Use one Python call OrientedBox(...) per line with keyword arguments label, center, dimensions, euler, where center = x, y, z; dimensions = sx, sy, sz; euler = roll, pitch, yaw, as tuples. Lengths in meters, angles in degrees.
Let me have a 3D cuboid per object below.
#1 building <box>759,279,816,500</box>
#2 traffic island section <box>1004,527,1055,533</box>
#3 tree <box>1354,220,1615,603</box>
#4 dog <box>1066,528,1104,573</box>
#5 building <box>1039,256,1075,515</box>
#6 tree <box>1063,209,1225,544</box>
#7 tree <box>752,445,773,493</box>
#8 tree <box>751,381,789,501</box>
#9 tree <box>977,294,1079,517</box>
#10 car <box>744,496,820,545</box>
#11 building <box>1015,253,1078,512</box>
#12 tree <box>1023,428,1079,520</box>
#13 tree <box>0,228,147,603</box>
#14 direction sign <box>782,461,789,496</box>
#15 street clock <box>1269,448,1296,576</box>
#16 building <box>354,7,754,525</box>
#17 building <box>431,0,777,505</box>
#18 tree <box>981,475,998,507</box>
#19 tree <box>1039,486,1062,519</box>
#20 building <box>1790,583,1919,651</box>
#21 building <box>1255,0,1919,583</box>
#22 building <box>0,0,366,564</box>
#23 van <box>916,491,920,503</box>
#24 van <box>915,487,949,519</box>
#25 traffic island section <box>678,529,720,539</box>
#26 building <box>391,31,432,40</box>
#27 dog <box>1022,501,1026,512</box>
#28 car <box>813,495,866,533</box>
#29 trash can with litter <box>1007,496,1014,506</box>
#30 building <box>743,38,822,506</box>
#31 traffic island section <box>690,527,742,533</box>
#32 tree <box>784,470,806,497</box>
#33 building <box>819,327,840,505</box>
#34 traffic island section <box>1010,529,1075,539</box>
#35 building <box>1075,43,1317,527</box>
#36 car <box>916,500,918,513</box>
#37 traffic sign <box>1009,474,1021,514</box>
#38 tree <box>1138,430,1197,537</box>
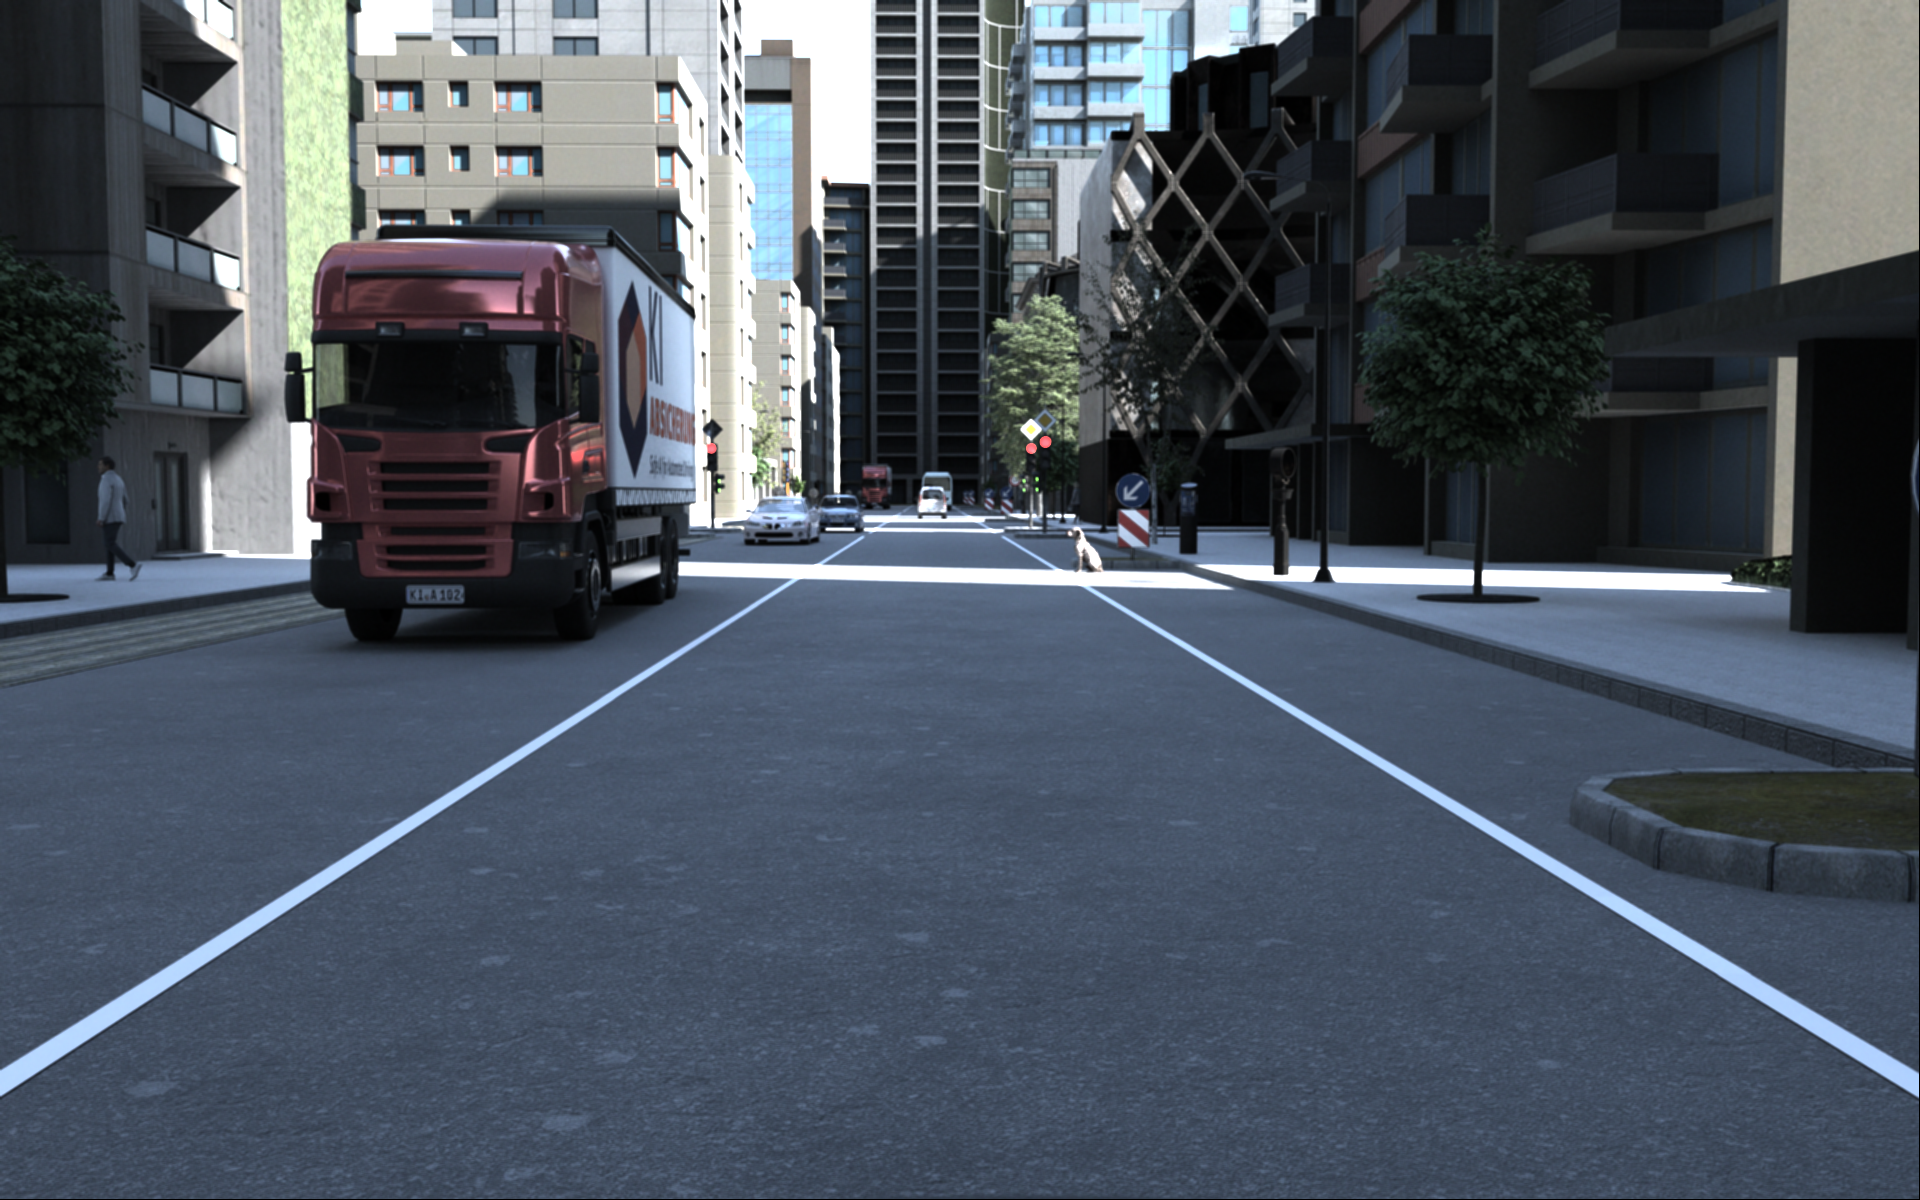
OrientedBox(label="building", center=(-27.610, -18.903, 154.099), dimensions=(27.650, 21.520, 28.899), euler=(0, 4, -1))
OrientedBox(label="traffic island section", center=(2.675, -2.611, 64.967), dimensions=(2.009, 0.180, 2.903), euler=(0, 4, -1))
OrientedBox(label="tree", center=(6.250, -2.271, 20.841), dimensions=(4.285, 4.588, 4.351), euler=(0, 3, 0))
OrientedBox(label="dog", center=(2.391, -0.897, 31.496), dimensions=(0.800, 0.831, 0.513), euler=(3, 5, 42))
OrientedBox(label="building", center=(13.477, -14.961, 112.071), dimensions=(16.820, 18.784, 16.811), euler=(0, 4, -1))
OrientedBox(label="tree", center=(4.891, -5.744, 44.269), dimensions=(4.360, 8.622, 3.978), euler=(0, 3, 0))
OrientedBox(label="tree", center=(-12.512, -7.119, 100.114), dimensions=(4.285, 4.588, 4.351), euler=(0, 3, 0))
OrientedBox(label="tree", center=(-12.555, -9.445, 104.791), dimensions=(4.737, 8.622, 4.395), euler=(0, 3, 0))
OrientedBox(label="tree", center=(4.719, -11.014, 98.199), dimensions=(7.486, 12.596, 7.792), euler=(0, 3, 0))
OrientedBox(label="car", center=(-5.149, -2.332, 50.494), dimensions=(2.083, 1.381, 4.827), euler=(0, 4, 1))
OrientedBox(label="building", center=(9.886, -16.232, 130.018), dimensions=(10.561, 19.102, 19.286), euler=(0, 4, -1))
OrientedBox(label="tree", center=(4.663, -6.247, 85.856), dimensions=(4.285, 4.588, 4.351), euler=(0, 3, 0))
OrientedBox(label="tree", center=(-11.532, -2.274, 20.902), dimensions=(4.285, 4.588, 4.351), euler=(0, 3, 0))
OrientedBox(label="direction sign", center=(-11.833, -7.680, 117.572), dimensions=(0.379, 3.537, 0.876), euler=(1, 4, 21))
OrientedBox(label="street clock", center=(5.065, -1.387, 27.251), dimensions=(0.358, 2.002, 0.471), euler=(3, 4, 39))
OrientedBox(label="building", center=(-25.127, -14.545, 82.853), dimensions=(27.650, 21.520, 28.899), euler=(0, 4, -1))
OrientedBox(label="building", center=(-23.529, -41.699, 120.027), dimensions=(20.563, 71.187, 20.611), euler=(0, 4, -1))
OrientedBox(label="tree", center=(2.923, -10.914, 173.047), dimensions=(1.663, 3.219, 1.824), euler=(0, 3, 0))
OrientedBox(label="tree", center=(4.545, -5.884, 90.812), dimensions=(1.663, 3.219, 1.824), euler=(0, 3, 0))
OrientedBox(label="building", center=(17.618, -21.279, 2.537), dimensions=(22.147, 44.769, 28.867), euler=(0, 4, -1))
OrientedBox(label="building", center=(19.321, -23.532, 39.369), dimensions=(22.147, 44.769, 28.867), euler=(0, 4, -1))
OrientedBox(label="building", center=(-20.974, -21.388, 33.295), dimensions=(14.154, 41.232, 14.086), euler=(0, 4, -1))
OrientedBox(label="van", center=(-3.933, -11.462, 194.409), dimensions=(2.013, 2.044, 4.112), euler=(0, 4, -1))
OrientedBox(label="van", center=(-1.619, -5.704, 100.271), dimensions=(2.013, 2.044, 4.112), euler=(0, 4, -2))
OrientedBox(label="traffic island section", center=(-9.132, -2.111, 56.790), dimensions=(2.009, 0.180, 2.903), euler=(0, 4, -1))
OrientedBox(label="building", center=(-57.582, -37.275, 198.686), dimensions=(27.495, 52.752, 28.713), euler=(0, 4, -1))
OrientedBox(label="dog", center=(4.471, -6.397, 118.966), dimensions=(0.513, 0.831, 0.800), euler=(3, 4, 36))
OrientedBox(label="car", center=(-4.558, -3.289, 65.786), dimensions=(2.014, 1.417, 4.499), euler=(0, 4, -1))
OrientedBox(label="trash can with litter", center=(3.468, -6.771, 122.089), dimensions=(0.624, 1.170, 1.055), euler=(0, 4, -3))
OrientedBox(label="building", center=(-21.347, -32.103, 174.989), dimensions=(14.600, 45.320, 14.200), euler=(0, 4, -1))
OrientedBox(label="traffic island section", center=(-9.265, -2.599, 64.774), dimensions=(2.009, 0.180, 2.903), euler=(0, 4, -1))
OrientedBox(label="tree", center=(-12.913, -8.735, 137.423), dimensions=(1.663, 3.219, 1.824), euler=(0, 3, 0))
OrientedBox(label="building", center=(-29.177, -21.761, 200.835), dimensions=(28.899, 21.520, 27.650), euler=(0, 4, -1))
OrientedBox(label="traffic island section", center=(2.808, -2.122, 56.983), dimensions=(2.009, 0.180, 2.903), euler=(0, 4, -1))
OrientedBox(label="building", center=(14.113, -12.590, 73.294), dimensions=(16.811, 18.784, 16.820), euler=(0, 4, -1))
OrientedBox(label="car", center=(-2.325, -7.407, 130.898), dimensions=(2.009, 1.686, 4.222), euler=(0, 4, 1))
OrientedBox(label="traffic sign", center=(3.576, -6.863, 112.311), dimensions=(0.768, 2.556, 0.104), euler=(0, 4, 3))
OrientedBox(label="tree", center=(6.147, -3.508, 51.953), dimensions=(1.663, 3.219, 1.824), euler=(0, 3, 0))
